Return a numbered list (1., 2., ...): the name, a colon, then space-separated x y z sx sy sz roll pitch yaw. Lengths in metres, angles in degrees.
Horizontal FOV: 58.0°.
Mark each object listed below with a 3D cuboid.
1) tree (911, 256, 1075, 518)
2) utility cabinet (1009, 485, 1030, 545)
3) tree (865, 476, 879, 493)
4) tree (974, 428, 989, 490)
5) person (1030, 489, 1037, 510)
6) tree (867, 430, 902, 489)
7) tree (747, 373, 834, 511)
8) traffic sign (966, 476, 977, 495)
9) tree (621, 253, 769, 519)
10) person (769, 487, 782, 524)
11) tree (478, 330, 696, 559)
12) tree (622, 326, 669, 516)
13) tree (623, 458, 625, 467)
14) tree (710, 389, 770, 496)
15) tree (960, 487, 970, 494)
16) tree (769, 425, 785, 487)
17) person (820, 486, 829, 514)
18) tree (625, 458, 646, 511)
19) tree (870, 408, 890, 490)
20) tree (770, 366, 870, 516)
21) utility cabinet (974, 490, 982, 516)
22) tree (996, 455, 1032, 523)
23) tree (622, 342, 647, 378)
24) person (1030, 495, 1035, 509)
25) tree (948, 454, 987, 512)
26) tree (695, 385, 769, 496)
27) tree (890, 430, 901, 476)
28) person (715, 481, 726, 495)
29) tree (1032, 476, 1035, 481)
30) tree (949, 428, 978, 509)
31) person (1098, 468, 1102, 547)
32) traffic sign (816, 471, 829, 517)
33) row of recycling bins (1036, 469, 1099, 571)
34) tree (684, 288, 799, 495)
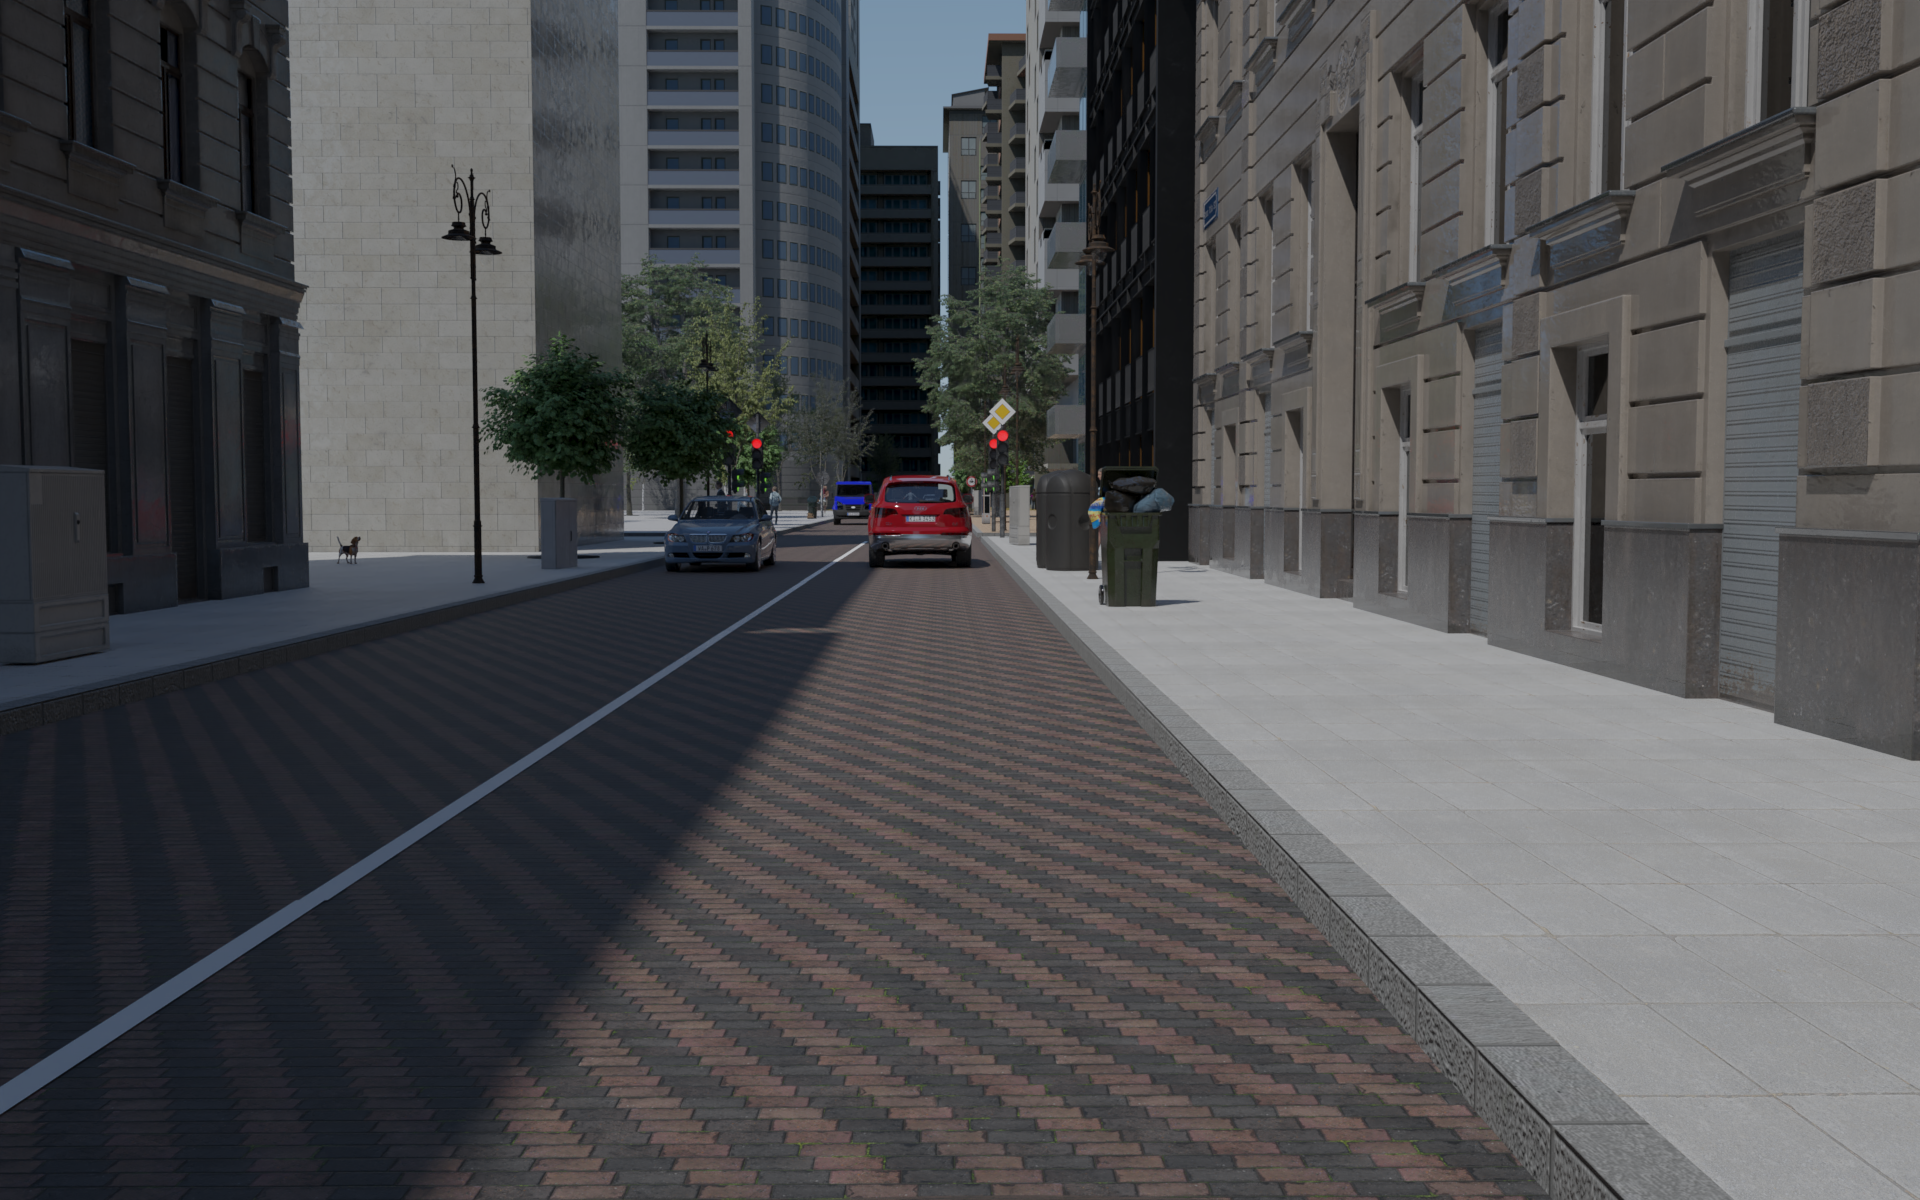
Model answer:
1. tree: 2.128 -11.510 94.842 9.857 13.997 8.962 0 3 0
2. utility cabinet: 1.486 -2.140 43.661 0.318 1.500 1.173 -1 4 -9
3. tree: -8.806 -10.639 168.546 1.663 3.219 1.824 0 3 0
4. tree: 2.024 -11.533 138.934 4.360 8.622 3.978 0 3 0
5. person: 5.989 -8.192 140.700 1.217 1.735 0.721 -2 4 -26
6. tree: -8.869 -15.120 197.573 4.737 8.622 4.395 0 3 0
7. tree: -13.270 -11.833 127.883 8.767 10.594 7.601 0 4 -3
8. traffic sign: 0.825 -7.480 122.404 0.768 2.556 0.104 0 4 0
9. tree: -14.728 -11.228 90.229 9.857 13.997 8.962 0 3 0
10. person: -7.848 -4.005 73.332 0.589 1.601 0.330 -2 4 -25
11. tree: -7.893 -3.120 34.731 4.285 4.588 4.351 0 3 0
12. tree: -19.719 -10.794 102.237 9.928 11.665 9.643 0 3 0
13. tree: -21.738 -9.678 108.599 4.360 8.622 3.978 0 3 0
14. tree: -13.605 -9.784 110.323 4.360 8.622 3.978 0 3 0
15. tree: 0.549 -12.586 200.385 1.663 3.219 1.824 0 3 0
16. tree: -8.667 -5.302 70.393 4.285 4.588 4.351 0 3 0
17. person: -8.614 -6.341 109.696 0.573 1.828 0.580 1 4 13
18. tree: -23.928 -11.049 131.018 4.737 8.622 4.395 0 3 0
19. tree: -7.817 -10.147 116.272 4.360 8.622 3.978 0 3 0
20. tree: -8.106 -9.158 100.095 4.360 8.622 3.978 0 3 0
21. utility cabinet: 1.152 -5.729 102.352 0.318 1.500 1.173 1 4 21
22. tree: 2.073 -5.120 78.318 1.663 3.219 1.824 0 3 0
23. tree: -25.053 -12.690 117.849 12.009 13.543 11.850 0 3 0
24. person: 6.308 -8.555 149.139 0.991 1.433 0.599 1 4 17
25. tree: 0.786 -8.685 125.720 4.285 4.588 4.351 0 3 0
26. tree: -7.224 -3.734 44.767 4.285 4.588 4.351 0 3 0
27. tree: -8.653 -14.704 190.778 4.360 8.622 3.978 0 3 0
28. person: -7.606 -2.841 54.721 0.755 1.850 0.659 0 4 3
29. tree: 2.988 -5.598 86.130 1.663 3.219 1.824 0 3 0
30. tree: 1.108 -12.130 148.680 4.737 8.622 4.395 0 3 0
31. person: 2.967 -1.785 35.329 0.778 1.811 0.616 0 4 3
32. traffic sign: -7.592 -5.846 95.696 0.768 2.556 0.104 0 4 4
33. row of recycling bins: 1.818 -1.428 30.460 1.069 1.692 3.534 0 4 -1
34. tree: -8.181 -6.889 62.994 4.737 8.622 4.395 0 3 0
